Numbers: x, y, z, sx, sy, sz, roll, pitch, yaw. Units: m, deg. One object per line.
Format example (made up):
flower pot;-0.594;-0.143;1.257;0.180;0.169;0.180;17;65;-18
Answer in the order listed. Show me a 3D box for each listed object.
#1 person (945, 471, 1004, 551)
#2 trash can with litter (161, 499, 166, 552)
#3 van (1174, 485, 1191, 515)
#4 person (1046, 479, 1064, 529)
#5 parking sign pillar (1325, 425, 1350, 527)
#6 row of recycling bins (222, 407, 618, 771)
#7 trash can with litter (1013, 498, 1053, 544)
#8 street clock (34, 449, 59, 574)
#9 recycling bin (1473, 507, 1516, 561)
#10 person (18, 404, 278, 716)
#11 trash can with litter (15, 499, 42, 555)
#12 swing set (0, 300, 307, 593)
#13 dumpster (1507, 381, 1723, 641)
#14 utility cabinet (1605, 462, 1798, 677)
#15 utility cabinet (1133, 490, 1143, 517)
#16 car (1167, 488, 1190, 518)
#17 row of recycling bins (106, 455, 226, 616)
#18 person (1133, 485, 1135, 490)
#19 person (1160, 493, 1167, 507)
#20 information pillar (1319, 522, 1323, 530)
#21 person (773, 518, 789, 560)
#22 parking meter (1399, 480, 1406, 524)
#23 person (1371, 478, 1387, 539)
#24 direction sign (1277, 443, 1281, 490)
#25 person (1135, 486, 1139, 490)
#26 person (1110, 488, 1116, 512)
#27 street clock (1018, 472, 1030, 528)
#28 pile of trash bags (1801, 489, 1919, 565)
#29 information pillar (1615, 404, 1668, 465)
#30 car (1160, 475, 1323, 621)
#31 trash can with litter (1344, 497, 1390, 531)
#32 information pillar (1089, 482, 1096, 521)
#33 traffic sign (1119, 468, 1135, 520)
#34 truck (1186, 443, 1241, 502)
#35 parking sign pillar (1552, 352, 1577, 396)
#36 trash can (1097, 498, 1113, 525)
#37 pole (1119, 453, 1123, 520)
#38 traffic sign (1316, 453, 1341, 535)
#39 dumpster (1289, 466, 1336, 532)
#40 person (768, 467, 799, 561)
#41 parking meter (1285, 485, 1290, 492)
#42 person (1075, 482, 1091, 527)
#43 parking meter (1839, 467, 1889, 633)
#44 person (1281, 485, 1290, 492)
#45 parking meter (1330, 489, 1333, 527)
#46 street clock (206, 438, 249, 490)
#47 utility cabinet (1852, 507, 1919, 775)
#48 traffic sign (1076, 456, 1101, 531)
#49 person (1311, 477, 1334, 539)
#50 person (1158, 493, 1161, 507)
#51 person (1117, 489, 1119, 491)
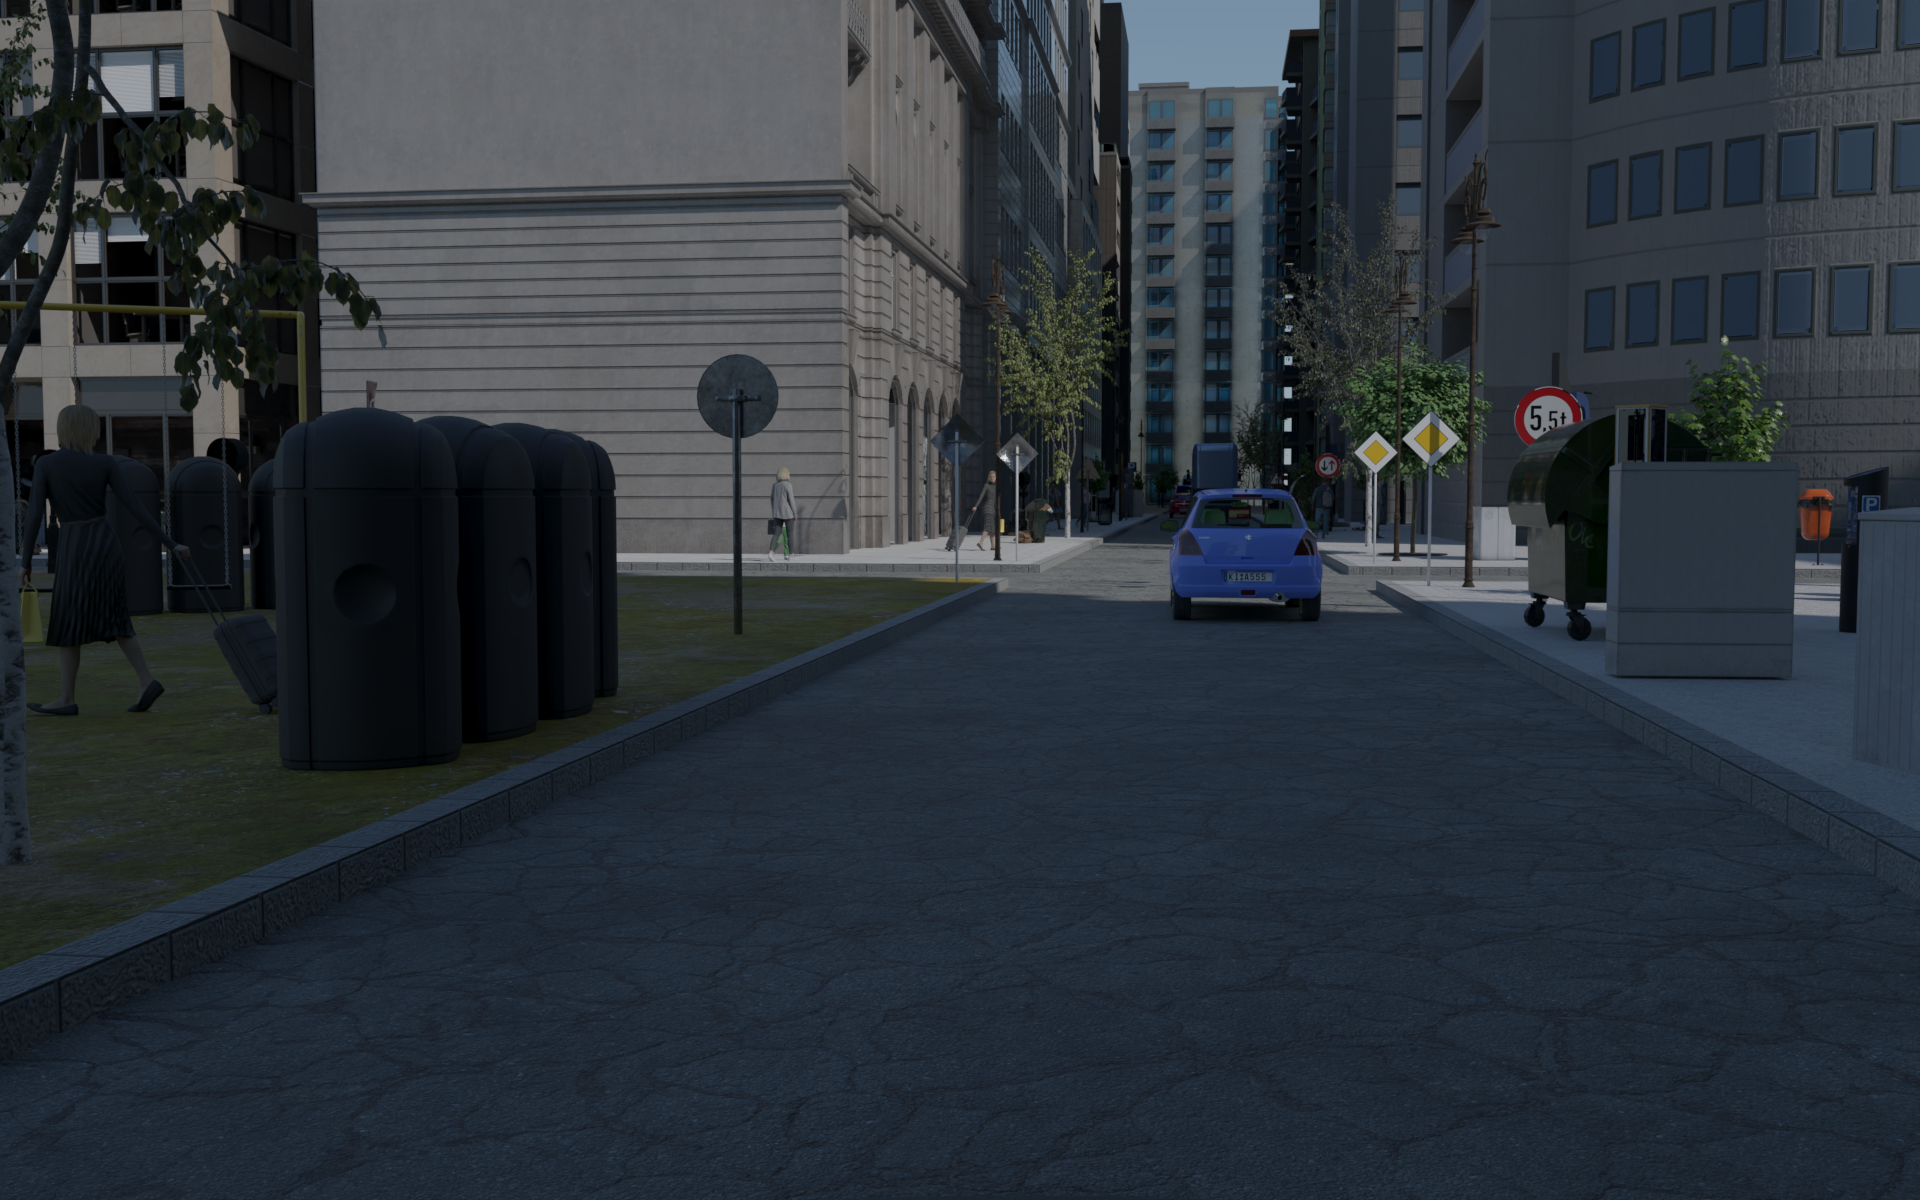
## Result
person;0.356;-2.006;39.062;1.509;1.804;0.699;-2;4;-26
trash can with litter;-17.820;-1.647;38.318;0.624;1.170;1.055;-3;4;-37
van;16.157;-7.189;121.917;2.240;2.365;5.245;1;4;9
person;3.396;-3.431;62.240;0.778;1.811;0.616;0;4;-8
parking sign pillar;14.611;-4.864;68.000;1.447;3.967;1.447;1;4;18
row of recycling bins;-2.692;-0.158;9.701;1.069;1.692;3.534;0;4;5
trash can with litter;1.889;-2.064;45.128;0.624;1.170;1.055;3;5;39
street clock;-14.655;-1.432;27.980;0.471;2.002;0.358;-1;4;-21
recycling bin;10.342;-1.294;33.707;0.722;1.027;0.722;0;4;-2
person;-4.705;-0.234;10.082;1.509;1.804;0.699;0;3;0
trash can with litter;-19.693;-1.541;36.576;1.055;1.170;0.624;3;5;42
swing set;-6.855;-1.031;14.472;3.119;2.851;2.862;-1;4;-21
dumpster;5.924;-0.813;15.783;1.502;2.255;1.985;0;4;8
utility cabinet;5.157;-0.208;12.085;1.173;1.500;0.318;0;4;5
utility cabinet;9.868;-5.399;96.949;0.318;1.500;1.173;2;4;30
car;13.489;-5.813;104.075;2.155;1.783;4.494;0;4;8
row of recycling bins;-7.950;-0.747;19.333;3.534;1.692;1.069;-3;5;-43
person;10.070;-5.713;99.794;0.599;1.781;0.374;-1;4;-23
person;19.414;-9.687;165.148;0.721;1.735;1.217;3;4;38
information pillar;13.064;-3.540;62.378;0.304;2.012;0.304;0;4;-1
person;-3.490;-1.438;33.810;0.306;1.304;0.590;-3;5;-43
parking meter;18.690;-4.127;73.194;0.255;1.863;0.399;2;4;27
person;12.096;-2.688;50.093;0.391;1.810;0.635;2;4;35
direction sign;14.129;-5.185;76.768;0.379;3.537;0.876;0;4;2
person;11.361;-6.442;111.361;0.705;1.826;1.348;2;4;32
person;11.130;-7.291;125.802;0.434;1.755;0.990;-2;4;-25
street clock;2.079;-3.188;56.702;0.358;2.002;0.471;-2;4;-28
pile of trash bags;16.882;-1.305;31.088;3.447;1.369;1.912;1;4;13
information pillar;5.639;-0.605;14.387;0.304;2.012;0.304;-3;5;-40
car;3.392;-0.694;20.946;1.945;1.707;3.694;0;4;6
trash can with litter;14.348;-3.048;60.890;1.678;1.210;2.233;0;4;5
information pillar;6.198;-4.707;81.452;0.304;2.012;0.304;-3;4;-37
traffic sign;8.121;-5.159;84.455;0.768;2.556;0.104;1;4;17
truck;12.858;-5.906;86.320;2.967;4.110;18.799;0;4;7
parking sign pillar;11.791;-2.755;33.513;1.447;3.967;1.447;2;4;33
trash can;5.950;-3.637;71.124;0.748;1.137;0.748;0;3;0
pole;8.055;-5.677;86.655;0.158;3.312;0.155;0;3;0
traffic sign;11.526;-3.313;54.265;0.768;2.556;0.104;1;4;17
dumpster;12.198;-3.512;59.911;1.502;2.255;1.985;0;4;8
person;-3.434;-1.635;32.964;0.709;1.800;0.728;3;4;36
parking meter;19.471;-5.962;103.190;0.399;1.863;0.255;2;4;30
person;4.732;-3.692;67.081;0.598;1.740;0.731;1;4;15
parking meter;8.375;-0.467;16.048;0.372;1.533;0.369;0;3;0
person;17.625;-5.340;93.708;0.532;1.782;0.716;-3;4;-36
parking meter;14.236;-3.749;67.004;0.255;1.863;0.399;-1;4;-19
street clock;-9.451;-1.090;22.395;0.471;2.002;0.358;1;4;13
utility cabinet;4.513;0.201;7.881;0.306;1.237;1.020;0;4;-7
traffic sign;4.386;-3.635;59.433;0.884;2.594;0.081;1;4;17
person;10.341;-2.627;49.347;0.623;1.781;0.721;0;4;6
person;20.400;-10.416;177.258;0.530;1.710;0.541;3;5;41
person;11.116;-6.958;119.678;0.599;1.838;0.709;-3;5;-44
